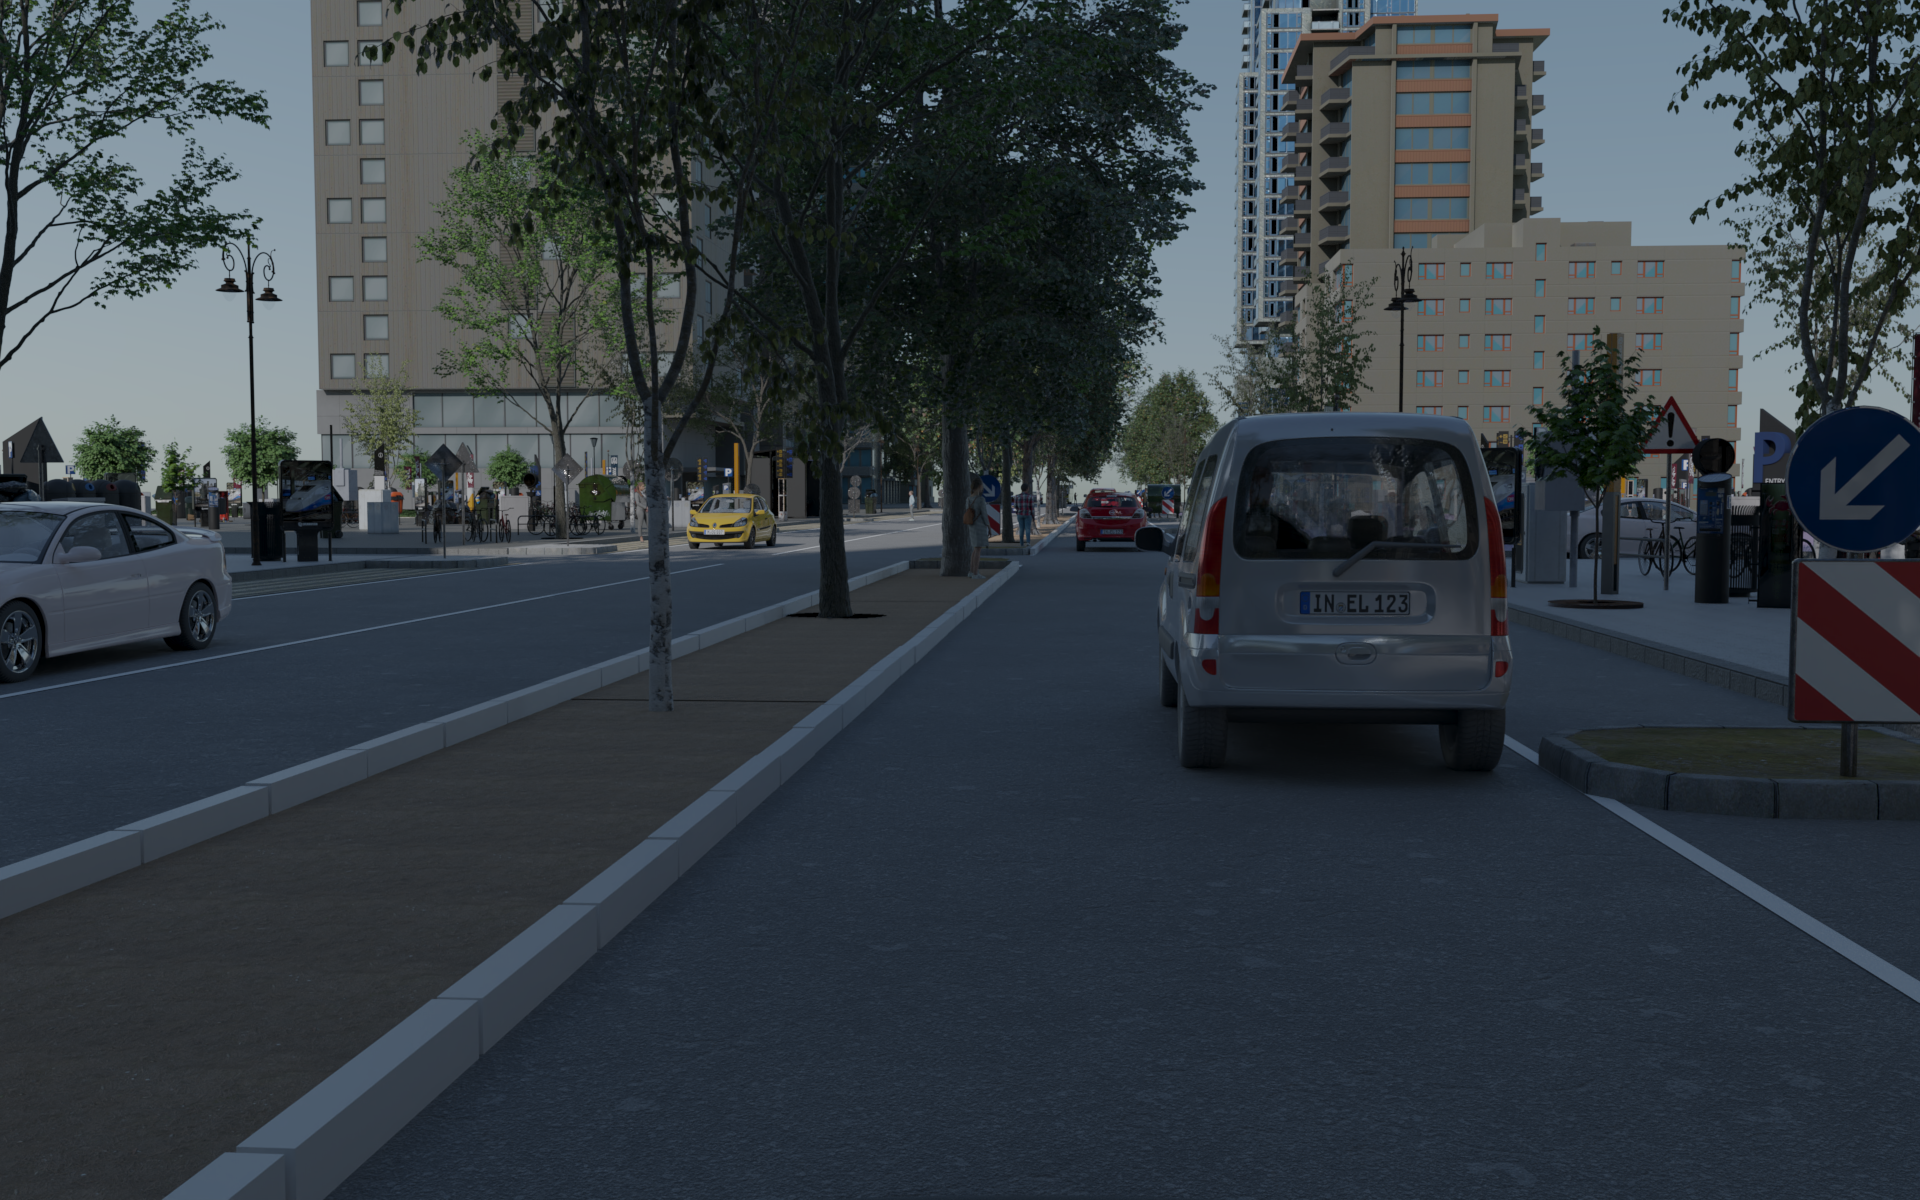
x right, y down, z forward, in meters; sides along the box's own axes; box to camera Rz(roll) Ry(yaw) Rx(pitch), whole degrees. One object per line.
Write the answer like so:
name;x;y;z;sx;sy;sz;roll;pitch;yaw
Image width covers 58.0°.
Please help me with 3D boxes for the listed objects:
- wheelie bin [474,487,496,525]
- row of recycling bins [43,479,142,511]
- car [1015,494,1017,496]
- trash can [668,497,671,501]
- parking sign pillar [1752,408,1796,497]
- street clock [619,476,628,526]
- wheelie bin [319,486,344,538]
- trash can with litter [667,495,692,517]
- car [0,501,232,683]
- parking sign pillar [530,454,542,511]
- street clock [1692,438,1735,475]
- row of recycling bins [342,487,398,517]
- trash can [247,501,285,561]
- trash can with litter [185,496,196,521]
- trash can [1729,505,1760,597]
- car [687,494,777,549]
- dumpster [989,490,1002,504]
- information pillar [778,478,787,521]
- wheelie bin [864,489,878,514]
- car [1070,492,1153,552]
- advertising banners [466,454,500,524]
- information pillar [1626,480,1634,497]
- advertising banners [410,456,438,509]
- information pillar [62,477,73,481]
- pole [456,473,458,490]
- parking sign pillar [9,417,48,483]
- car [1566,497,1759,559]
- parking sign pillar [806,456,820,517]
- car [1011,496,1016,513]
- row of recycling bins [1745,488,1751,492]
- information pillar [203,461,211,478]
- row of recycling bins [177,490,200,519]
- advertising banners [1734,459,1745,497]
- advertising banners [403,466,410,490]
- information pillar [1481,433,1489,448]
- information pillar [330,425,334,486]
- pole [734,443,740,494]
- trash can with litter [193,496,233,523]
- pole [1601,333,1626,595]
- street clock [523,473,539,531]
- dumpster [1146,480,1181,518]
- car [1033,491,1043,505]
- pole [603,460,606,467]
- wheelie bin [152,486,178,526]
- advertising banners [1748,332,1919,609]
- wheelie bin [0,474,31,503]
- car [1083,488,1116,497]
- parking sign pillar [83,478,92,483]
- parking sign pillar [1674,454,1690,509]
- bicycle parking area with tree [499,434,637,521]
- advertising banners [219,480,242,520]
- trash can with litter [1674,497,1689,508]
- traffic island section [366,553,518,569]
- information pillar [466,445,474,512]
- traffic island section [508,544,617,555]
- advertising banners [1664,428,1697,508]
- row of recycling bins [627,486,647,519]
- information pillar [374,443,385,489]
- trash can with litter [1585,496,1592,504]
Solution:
wheelie bin;-20.005;-3.985;73.062;0.693;1.594;0.980;1;4;16
row of recycling bins;-24.128;-2.506;48.089;1.069;1.692;3.534;1;4;11
car;5.111;-8.078;141.860;2.009;1.686;4.222;0;4;6
trash can;-12.655;-3.861;74.774;0.748;1.137;0.748;0;3;0
parking sign pillar;25.371;-4.002;53.910;1.447;3.967;1.447;-2;4;-28
street clock;-13.245;-3.862;67.721;0.471;2.002;0.358;-2;4;-25
wheelie bin;-18.321;-2.595;50.343;0.693;1.594;0.980;-2;4;-33
trash can with litter;-15.327;-5.229;96.557;2.233;1.210;1.678;3;5;44
car;-7.975;-0.141;14.660;2.083;1.381;4.827;0;4;3
parking sign pillar;-28.579;-7.844;116.729;1.447;3.967;1.447;-2;4;-27
street clock;9.759;-1.095;22.480;0.471;2.002;0.358;0;4;0
row of recycling bins;-33.192;-5.497;96.984;3.534;1.692;1.069;-3;5;-42
trash can;-13.267;-1.317;33.192;0.748;1.137;0.748;0;3;0
trash can with litter;-37.275;-4.447;84.097;0.624;1.170;1.055;-2;4;-28
trash can;9.679;-0.616;21.720;0.748;1.137;0.748;0;3;0
car;-6.078;-2.205;46.271;2.015;1.641;3.980;0;4;6
dumpster;4.115;-12.156;206.971;1.865;1.857;1.264;0;4;6
information pillar;-8.315;-4.699;81.319;0.304;2.012;0.304;2;4;26
wheelie bin;-5.799;-6.418;112.842;0.980;1.594;0.693;1;4;18
car;3.902;-2.181;44.692;2.155;1.783;4.494;0;4;5
advertising banners;-20.801;-4.847;75.440;2.074;3.025;0.090;2;4;31
information pillar;35.873;-5.401;92.801;0.304;2.012;0.304;0;4;3
advertising banners;-24.816;-5.155;80.471;0.090;3.025;2.074;1;4;12
information pillar;-38.739;-4.329;75.263;0.304;2.012;0.304;1;4;18
pole;-32.769;-7.279;112.860;0.158;3.312;0.155;0;3;0
parking sign pillar;-32.564;-4.396;60.351;1.447;3.967;1.447;-1;4;-8
car;14.411;-1.452;36.104;4.827;1.381;2.083;0;4;5
parking sign pillar;-8.224;-6.757;98.944;1.447;3.967;1.447;0;4;-3
car;3.779;-6.128;112.777;1.945;1.354;3.894;0;4;3
row of recycling bins;50.011;-6.158;107.794;1.069;1.692;3.534;0;4;-7
information pillar;-52.121;-7.865;119.949;0.504;3.616;0.183;-1;4;-10
row of recycling bins;-41.329;-5.203;92.177;1.069;1.692;3.534;0;4;-6
advertising banners;38.252;-5.434;85.041;0.090;3.025;2.074;3;4;36
advertising banners;-33.969;-6.901;109.024;2.074;3.025;0.090;-2;4;-32
information pillar;20.032;-4.578;66.210;0.183;3.616;0.504;-1;4;-14
information pillar;-21.241;-4.113;58.604;0.183;3.616;0.504;-1;4;-19
pole;-8.951;-4.629;69.531;0.158;3.312;0.155;0;3;0
trash can with litter;-34.108;-4.154;78.973;1.678;1.210;2.233;2;4;31
pole;8.326;-1.728;22.095;0.158;3.312;0.155;0;3;0
street clock;-14.788;-3.374;59.743;0.471;2.002;0.358;1;4;15
dumpster;11.720;-5.790;99.621;1.985;2.255;1.502;0;4;4
car;10.411;-14.110;239.366;2.281;1.827;5.304;0;4;5
pole;-21.210;-6.696;103.315;0.158;3.312;0.155;0;3;0
wheelie bin;-29.339;-3.430;63.987;0.980;1.594;0.693;0;4;-4
advertising banners;9.849;-1.398;19.047;2.074;3.025;0.090;2;4;25
wheelie bin;-14.792;-1.163;26.916;0.980;1.594;0.693;-3;5;-45
car;8.429;-5.721;102.219;2.281;1.827;5.304;0;4;4
parking sign pillar;-36.917;-5.222;73.857;1.447;3.967;1.447;0;4;-4
parking sign pillar;45.822;-7.442;110.151;1.447;3.967;1.447;-1;4;-20
bicycle parking area with tree;-18.844;-6.016;85.359;9.016;4.147;8.231;1;4;23
advertising banners;-35.536;-5.335;83.415;2.074;3.025;0.090;-1;4;-9
trash can with litter;38.723;-5.067;93.905;1.678;1.210;2.233;-3;5;-39
traffic island section;-10.290;-0.749;34.521;2.009;0.180;2.903;0;4;5
information pillar;-23.435;-5.594;82.823;0.183;3.616;0.504;-3;5;-42
traffic island section;-9.636;-1.235;42.479;2.009;0.180;2.903;0;4;5
advertising banners;18.824;-3.000;45.232;0.090;3.025;2.074;3;5;43
row of recycling bins;-17.491;-5.105;90.581;3.534;1.692;1.069;-1;4;-9
information pillar;-26.618;-5.391;79.499;0.504;3.616;0.183;1;4;10
trash can with litter;29.147;-4.450;83.809;2.233;1.210;1.678;-1;4;-16
